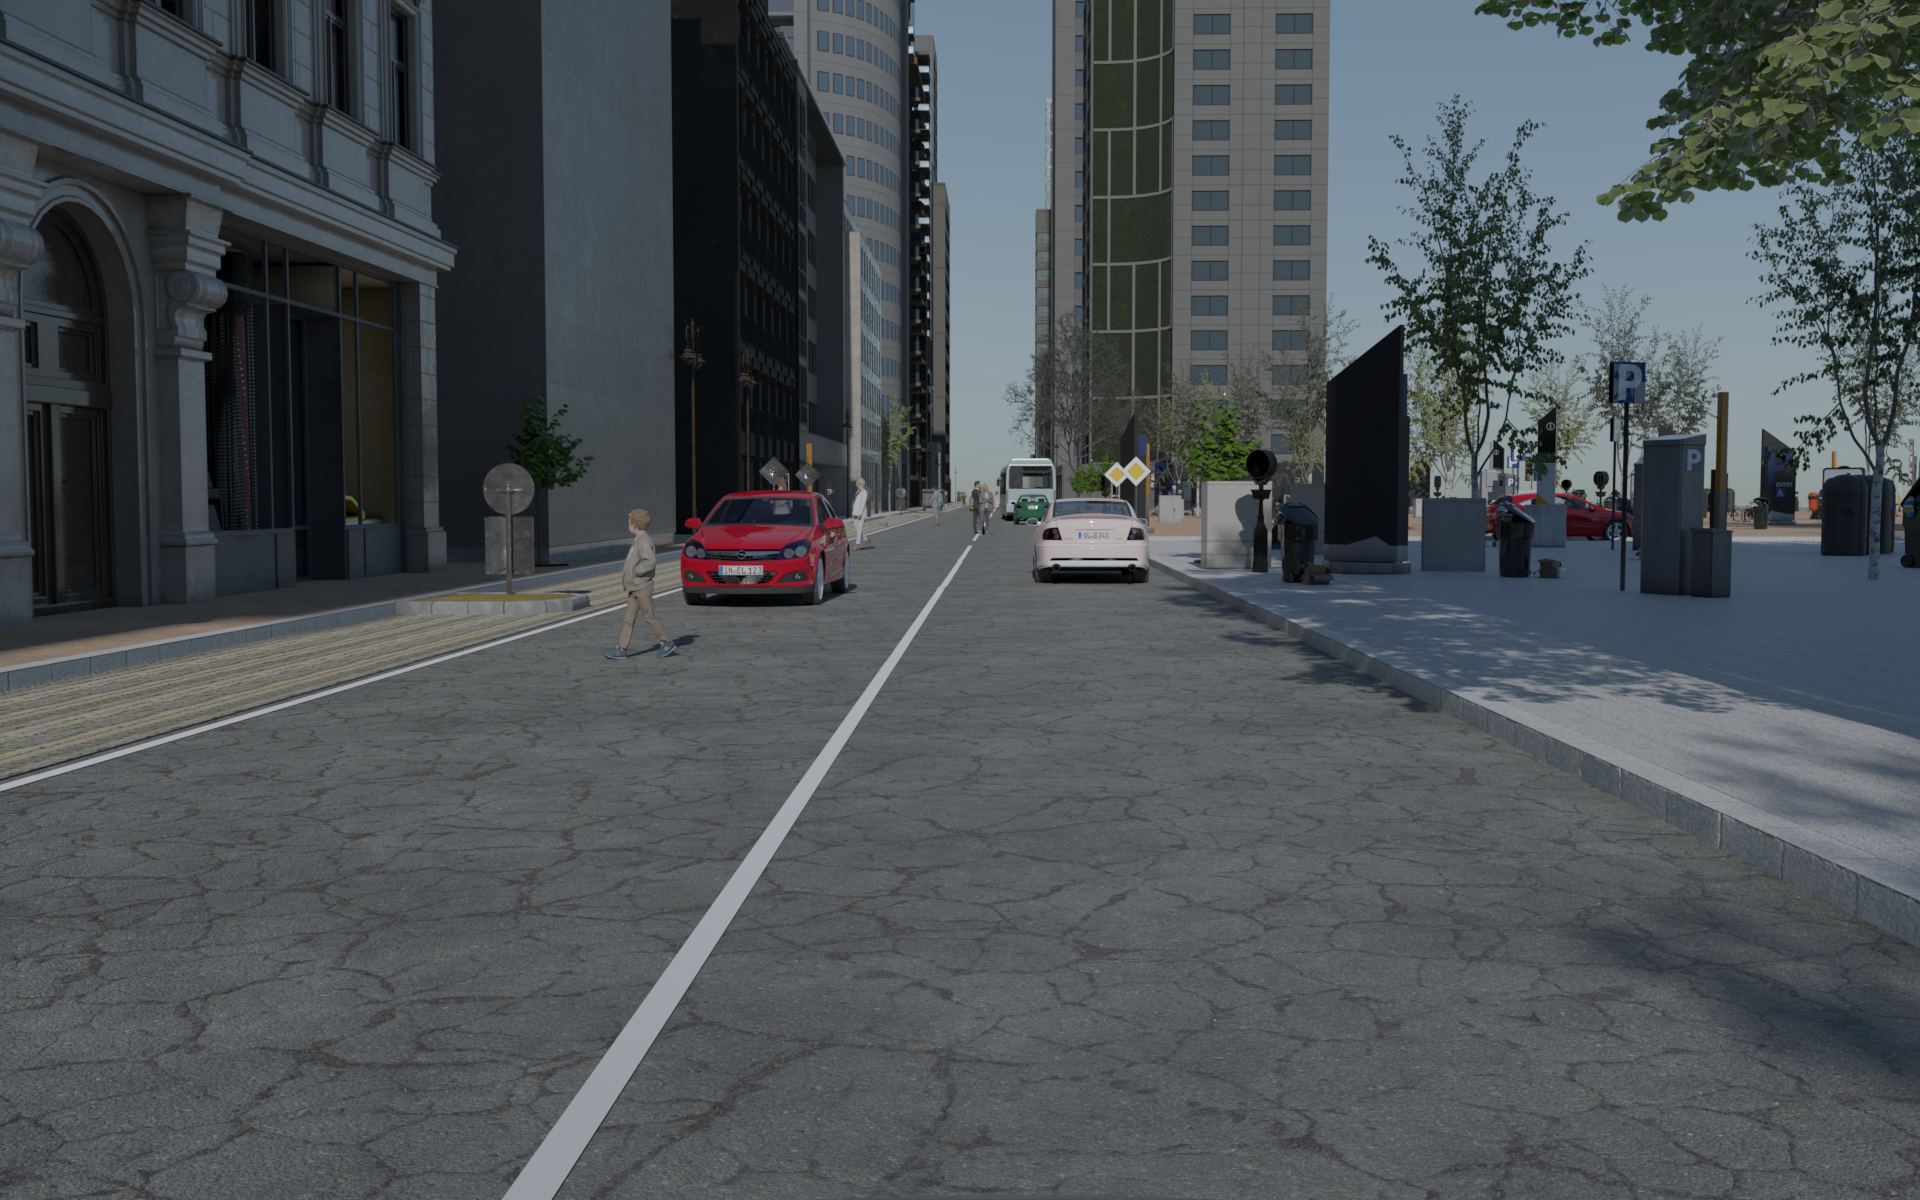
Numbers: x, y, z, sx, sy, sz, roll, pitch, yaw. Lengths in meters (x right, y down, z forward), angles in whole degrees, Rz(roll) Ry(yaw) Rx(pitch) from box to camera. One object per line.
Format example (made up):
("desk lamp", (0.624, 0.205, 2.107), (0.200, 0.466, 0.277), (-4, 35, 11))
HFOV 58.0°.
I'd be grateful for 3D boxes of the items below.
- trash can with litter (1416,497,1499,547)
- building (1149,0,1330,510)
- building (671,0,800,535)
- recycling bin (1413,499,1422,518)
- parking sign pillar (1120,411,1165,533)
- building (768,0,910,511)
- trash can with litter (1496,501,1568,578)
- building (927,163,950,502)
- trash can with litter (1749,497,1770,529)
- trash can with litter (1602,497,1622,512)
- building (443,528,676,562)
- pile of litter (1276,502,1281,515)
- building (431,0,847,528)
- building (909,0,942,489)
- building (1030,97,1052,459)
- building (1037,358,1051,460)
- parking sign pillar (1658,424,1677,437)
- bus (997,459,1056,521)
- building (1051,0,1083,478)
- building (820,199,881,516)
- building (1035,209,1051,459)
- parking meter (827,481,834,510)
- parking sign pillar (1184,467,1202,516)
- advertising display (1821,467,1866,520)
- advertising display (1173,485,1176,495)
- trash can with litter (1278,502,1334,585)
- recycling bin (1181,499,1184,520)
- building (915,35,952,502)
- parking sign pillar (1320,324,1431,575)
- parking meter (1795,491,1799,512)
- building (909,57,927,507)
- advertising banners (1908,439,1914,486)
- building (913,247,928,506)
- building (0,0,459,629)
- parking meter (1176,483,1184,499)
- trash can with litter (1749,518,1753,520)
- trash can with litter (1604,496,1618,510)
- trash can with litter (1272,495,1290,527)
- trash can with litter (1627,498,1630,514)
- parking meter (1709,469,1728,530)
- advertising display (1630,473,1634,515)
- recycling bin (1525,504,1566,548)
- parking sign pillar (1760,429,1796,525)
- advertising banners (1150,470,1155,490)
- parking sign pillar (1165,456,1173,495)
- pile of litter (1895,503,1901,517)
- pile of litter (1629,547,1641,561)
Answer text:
("trash can with litter", (12.287, -1.893, 42.007), (2.233, 1.210, 1.678), (1, 4, 21))
("building", (18.718, -43.208, 144.710), (20.563, 71.187, 20.611), (0, 4, 1))
("building", (-12.840, -14.197, 61.805), (12.332, 23.373, 15.834), (0, 4, 1))
("recycling bin", (24.796, -4.928, 93.135), (0.722, 1.027, 0.722), (0, 4, 1))
("parking sign pillar", (5.709, -4.202, 57.179), (1.447, 3.967, 1.447), (-1, 4, -16))
("building", (-15.466, -36.759, 143.015), (21.231, 58.520, 28.212), (0, 4, 1))
("trash can with litter", (8.809, -0.935, 26.675), (1.055, 1.170, 0.624), (2, 4, 27))
("building", (-12.470, -38.639, 255.443), (21.300, 48.544, 21.600), (0, 4, 1))
("trash can with litter", (29.159, -3.165, 63.135), (0.624, 1.170, 1.055), (2, 4, 30))
("trash can with litter", (26.699, -3.631, 70.758), (0.624, 1.170, 1.055), (3, 5, 40))
("building", (-22.410, -13.457, 39.090), (30.058, 24.678, 14.314), (0, 4, 1))
("pile of litter", (16.734, -4.808, 92.571), (1.176, 0.858, 1.719), (-1, 4, -22))
("building", (-13.989, -16.290, 85.416), (14.314, 24.678, 30.058), (0, 4, 1))
("building", (-13.417, -55.957, 227.567), (22.319, 86.520, 31.000), (0, 4, 1))
("building", (22.391, -58.636, 271.368), (22.319, 86.520, 31.000), (0, 4, 1))
("building", (24.342, -23.481, 228.958), (27.650, 21.520, 28.899), (0, 4, 1))
("parking sign pillar", (27.765, -4.866, 68.025), (1.447, 3.967, 1.447), (0, 4, 0))
("bus", (3.643, -6.201, 96.251), (2.948, 3.499, 13.247), (0, 4, 0))
("building", (19.438, -38.376, 169.452), (21.231, 58.520, 28.212), (0, 4, 1))
("building", (-10.761, -15.554, 109.063), (10.420, 20.320, 16.860), (0, 4, 1))
("building", (17.828, -34.642, 249.986), (14.154, 41.232, 14.086), (0, 4, 1))
("parking meter", (-5.736, -4.342, 76.699), (0.255, 1.863, 0.399), (1, 4, 12))
("parking sign pillar", (14.203, -7.073, 104.118), (1.447, 3.967, 1.447), (0, 4, -1))
("advertising display", (21.387, -2.247, 41.948), (0.123, 1.923, 0.974), (-3, 5, -40))
("advertising display", (15.464, -7.380, 125.871), (0.123, 1.923, 0.974), (3, 4, 37))
("trash can with litter", (5.022, -0.825, 24.874), (0.624, 1.170, 1.055), (-1, 4, -20))
("recycling bin", (10.404, -4.388, 84.298), (0.722, 1.027, 0.722), (-3, 4, -36))
("building", (-11.765, -51.227, 275.807), (20.563, 71.187, 20.611), (0, 4, 1))
("parking sign pillar", (6.614, -2.426, 28.140), (1.447, 3.967, 1.447), (3, 5, 39))
("parking meter", (61.302, -7.252, 126.979), (0.372, 1.533, 0.369), (0, 3, 0))
("building", (-14.719, -31.638, 171.912), (22.147, 44.769, 28.867), (0, 4, 1))
("advertising banners", (30.722, -3.631, 55.560), (2.074, 3.025, 0.090), (-3, 5, -44))
("building", (-10.908, -25.811, 193.704), (14.160, 30.474, 14.107), (0, 4, 1))
("building", (-13.573, -9.658, 8.813), (10.553, 20.767, 40.483), (0, 4, 1))
("parking meter", (11.434, -5.162, 90.113), (0.399, 1.863, 0.255), (0, 4, -4))
("trash can with litter", (40.496, -4.683, 87.622), (2.233, 1.210, 1.678), (-2, 4, -26))
("trash can with litter", (21.740, -2.790, 56.666), (2.233, 1.210, 1.678), (2, 4, 26))
("trash can with litter", (11.636, -3.455, 67.550), (2.233, 1.210, 1.678), (0, 4, -3))
("trash can with litter", (25.096, -3.216, 63.966), (1.055, 1.170, 0.624), (-3, 5, -41))
("parking meter", (17.967, -2.159, 41.012), (0.399, 1.863, 0.255), (-3, 4, -37))
("advertising display", (21.063, -2.951, 53.462), (0.123, 1.923, 0.974), (-1, 4, -19))
("recycling bin", (14.157, -1.795, 41.902), (0.722, 1.027, 0.722), (-1, 4, -14))
("parking sign pillar", (33.695, -5.067, 71.320), (1.447, 3.967, 1.447), (0, 4, -2))
("advertising banners", (14.954, -8.045, 127.720), (2.074, 3.025, 0.090), (1, 4, 17))
("parking sign pillar", (12.424, -7.174, 105.766), (1.447, 3.967, 1.447), (-2, 4, -31))
("pile of litter", (51.926, -5.066, 96.792), (1.176, 0.858, 1.719), (0, 4, -1))
("pile of litter", (13.768, -1.218, 33.885), (1.719, 0.858, 1.176), (-1, 4, -21))
